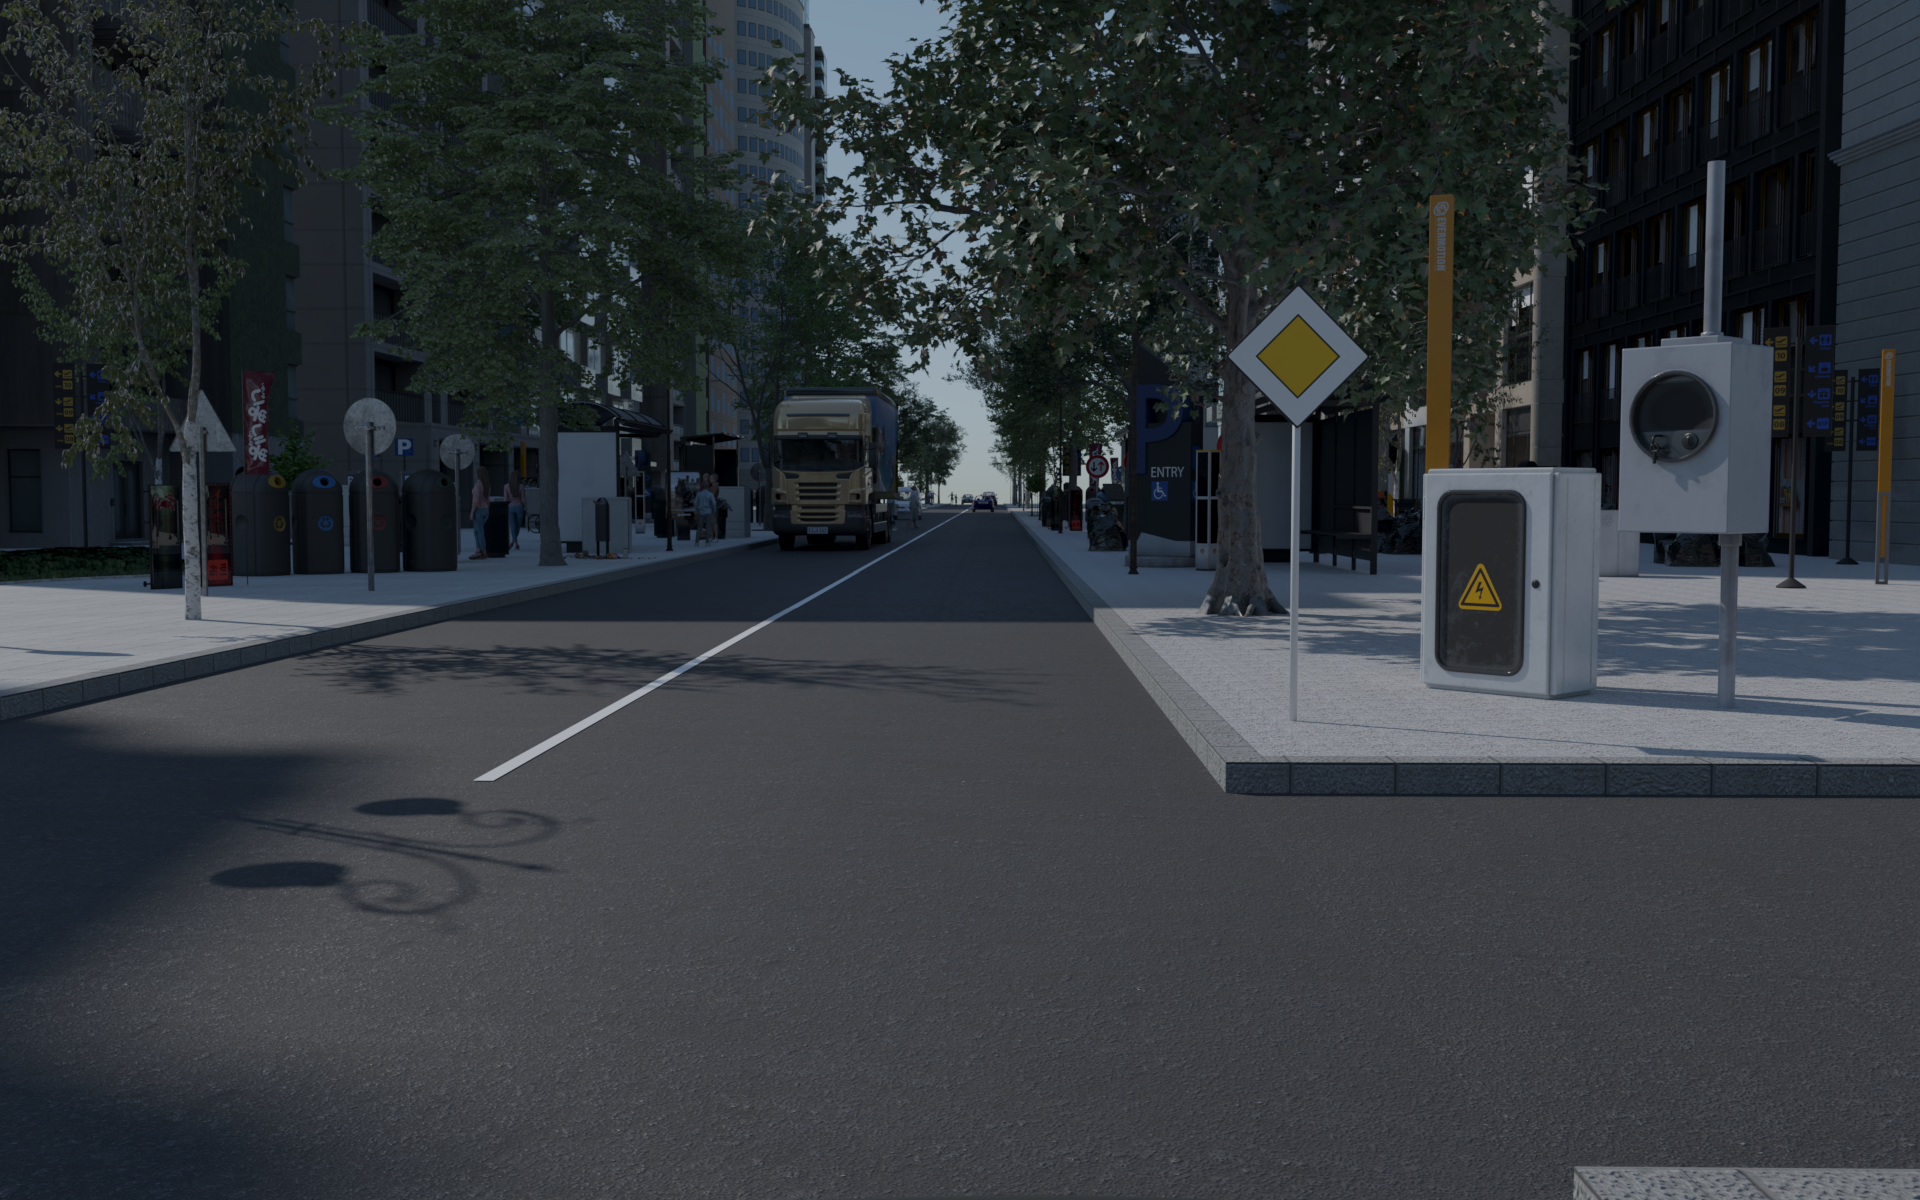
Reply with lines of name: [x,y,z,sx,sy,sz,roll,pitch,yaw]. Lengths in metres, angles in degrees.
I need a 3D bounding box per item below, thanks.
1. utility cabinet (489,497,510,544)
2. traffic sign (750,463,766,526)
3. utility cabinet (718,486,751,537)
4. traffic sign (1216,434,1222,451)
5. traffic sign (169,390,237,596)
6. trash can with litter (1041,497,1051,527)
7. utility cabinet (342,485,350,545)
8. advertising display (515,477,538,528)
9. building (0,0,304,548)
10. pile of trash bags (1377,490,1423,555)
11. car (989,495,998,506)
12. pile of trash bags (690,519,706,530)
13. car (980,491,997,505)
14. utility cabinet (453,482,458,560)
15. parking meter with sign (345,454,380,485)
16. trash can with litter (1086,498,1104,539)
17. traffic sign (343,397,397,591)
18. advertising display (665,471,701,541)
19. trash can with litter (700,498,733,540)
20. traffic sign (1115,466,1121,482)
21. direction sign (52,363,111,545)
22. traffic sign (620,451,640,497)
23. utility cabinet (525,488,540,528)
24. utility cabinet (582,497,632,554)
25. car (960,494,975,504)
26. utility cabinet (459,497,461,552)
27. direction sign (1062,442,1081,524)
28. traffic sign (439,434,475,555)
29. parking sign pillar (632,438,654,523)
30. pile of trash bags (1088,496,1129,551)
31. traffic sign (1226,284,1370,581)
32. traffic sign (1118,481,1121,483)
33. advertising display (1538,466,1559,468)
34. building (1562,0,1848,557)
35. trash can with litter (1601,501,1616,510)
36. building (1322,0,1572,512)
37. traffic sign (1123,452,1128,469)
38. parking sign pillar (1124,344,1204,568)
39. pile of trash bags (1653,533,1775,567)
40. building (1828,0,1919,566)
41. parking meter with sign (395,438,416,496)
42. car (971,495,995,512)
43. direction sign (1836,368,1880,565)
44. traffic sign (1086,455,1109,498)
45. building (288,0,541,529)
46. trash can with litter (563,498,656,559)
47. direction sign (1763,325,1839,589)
utility cabinet: [-11.211,-1.886,41.996,0.306,1.237,1.020,0,4,5]
traffic sign: [-8.135,-4.293,70.303,0.768,2.556,0.104,0,4,3]
utility cabinet: [-6.701,-2.580,50.860,1.173,1.500,0.318,2,4,31]
traffic sign: [5.247,-2.011,32.980,0.768,2.556,0.104,0,4,1]
traffic sign: [-9.467,-1.324,21.658,0.884,2.594,0.081,0,4,6]
trash can with litter: [3.527,-3.442,67.657,0.624,1.170,1.055,-1,4,-13]
utility cabinet: [-14.848,-2.093,42.899,1.173,1.500,0.318,0,4,2]
advertising display: [-16.492,-3.701,65.728,0.974,1.923,0.123,-3,4,-38]
building: [-26.311,-16.600,43.112,14.160,30.474,14.107,0,4,1]
pile of trash bags: [9.701,-1.749,38.344,1.912,1.369,3.447,-1,4,-10]
car: [3.793,-12.397,215.277,1.945,1.354,3.894,0,4,2]
pile of trash bags: [-9.646,-3.266,63.145,1.912,1.369,3.447,-3,4,-38]
car: [3.833,-13.566,230.477,2.281,1.827,5.304,0,4,1]
utility cabinet: [-9.659,-1.456,32.492,0.318,1.500,1.173,-1,4,-10]
parking meter with sign: [-19.327,-3.620,55.449,0.543,3.016,1.738,1,4,17]
trash can with litter: [3.922,-2.305,49.073,0.624,1.170,1.055,0,4,-6]
traffic sign: [-7.802,-1.393,22.878,0.768,2.556,0.104,1,4,10]
advertising display: [-7.644,-2.608,47.847,0.974,1.923,0.123,-1,4,-16]
trash can with litter: [-6.958,-2.299,48.976,0.624,1.170,1.055,2,4,29]
traffic sign: [7.209,-4.656,76.236,0.768,2.556,0.104,0,4,3]
direction sign: [-15.217,-2.329,30.069,0.876,3.537,0.379,-1,4,-19]
traffic sign: [-10.021,-3.177,51.952,0.884,2.594,0.081,0,4,5]
utility cabinet: [-15.442,-3.378,63.910,1.173,1.500,0.318,1,4,14]
utility cabinet: [-7.606,-1.600,37.323,1.020,1.237,0.306,0,4,3]
car: [1.086,-14.245,242.690,2.009,1.686,4.222,0,4,3]
utility cabinet: [-11.487,-1.638,37.949,1.020,1.237,0.306,-3,4,-38]
direction sign: [4.860,-5.097,75.331,0.876,3.537,0.379,2,4,26]
traffic sign: [-10.584,-2.223,36.459,0.768,2.556,0.104,0,4,3]
parking sign pillar: [-13.912,-5.357,76.058,1.447,3.967,1.447,-1,4,-22]
pile of trash bags: [3.987,-1.866,40.256,1.912,1.369,3.447,1,4,11]
traffic sign: [1.901,-0.459,9.698,0.795,2.593,0.064,0,4,1]
traffic sign: [7.997,-5.153,84.263,0.884,2.594,0.081,1,4,10]
advertising display: [14.096,-2.265,42.243,0.123,1.923,0.974,-3,5,-41]
building: [23.753,-13.016,42.496,12.332,23.373,15.834,0,4,1]
trash can with litter: [10.659,-1.109,29.515,0.624,1.170,1.055,-2,4,-25]
building: [27.008,-16.072,67.287,19.350,26.468,34.151,0,4,1]
traffic sign: [4.903,-2.927,47.966,0.768,2.556,0.104,0,4,3]
parking sign pillar: [3.650,-2.584,30.717,1.447,3.967,1.447,3,5,40]
pile of trash bags: [13.784,-1.359,31.971,1.912,1.369,3.447,1,4,15]
building: [31.794,-15.292,27.521,29.804,29.767,11.434,0,4,1]
parking meter with sign: [-17.066,-3.498,53.449,0.543,3.016,1.738,-1,4,-22]
car: [1.818,-7.578,136.472,1.945,1.354,3.894,0,4,0]
direction sign: [16.184,-2.415,31.483,0.876,3.537,0.379,3,5,41]
traffic sign: [4.443,-3.420,56.020,0.768,2.556,0.104,0,4,5]
building: [-28.103,-38.510,67.884,20.563,71.187,20.611,0,4,1]
trash can with litter: [-7.217,-1.449,34.747,1.678,1.210,2.233,-2,4,-33]
direction sign: [11.349,-1.930,23.545,0.876,3.537,0.379,2,4,32]
